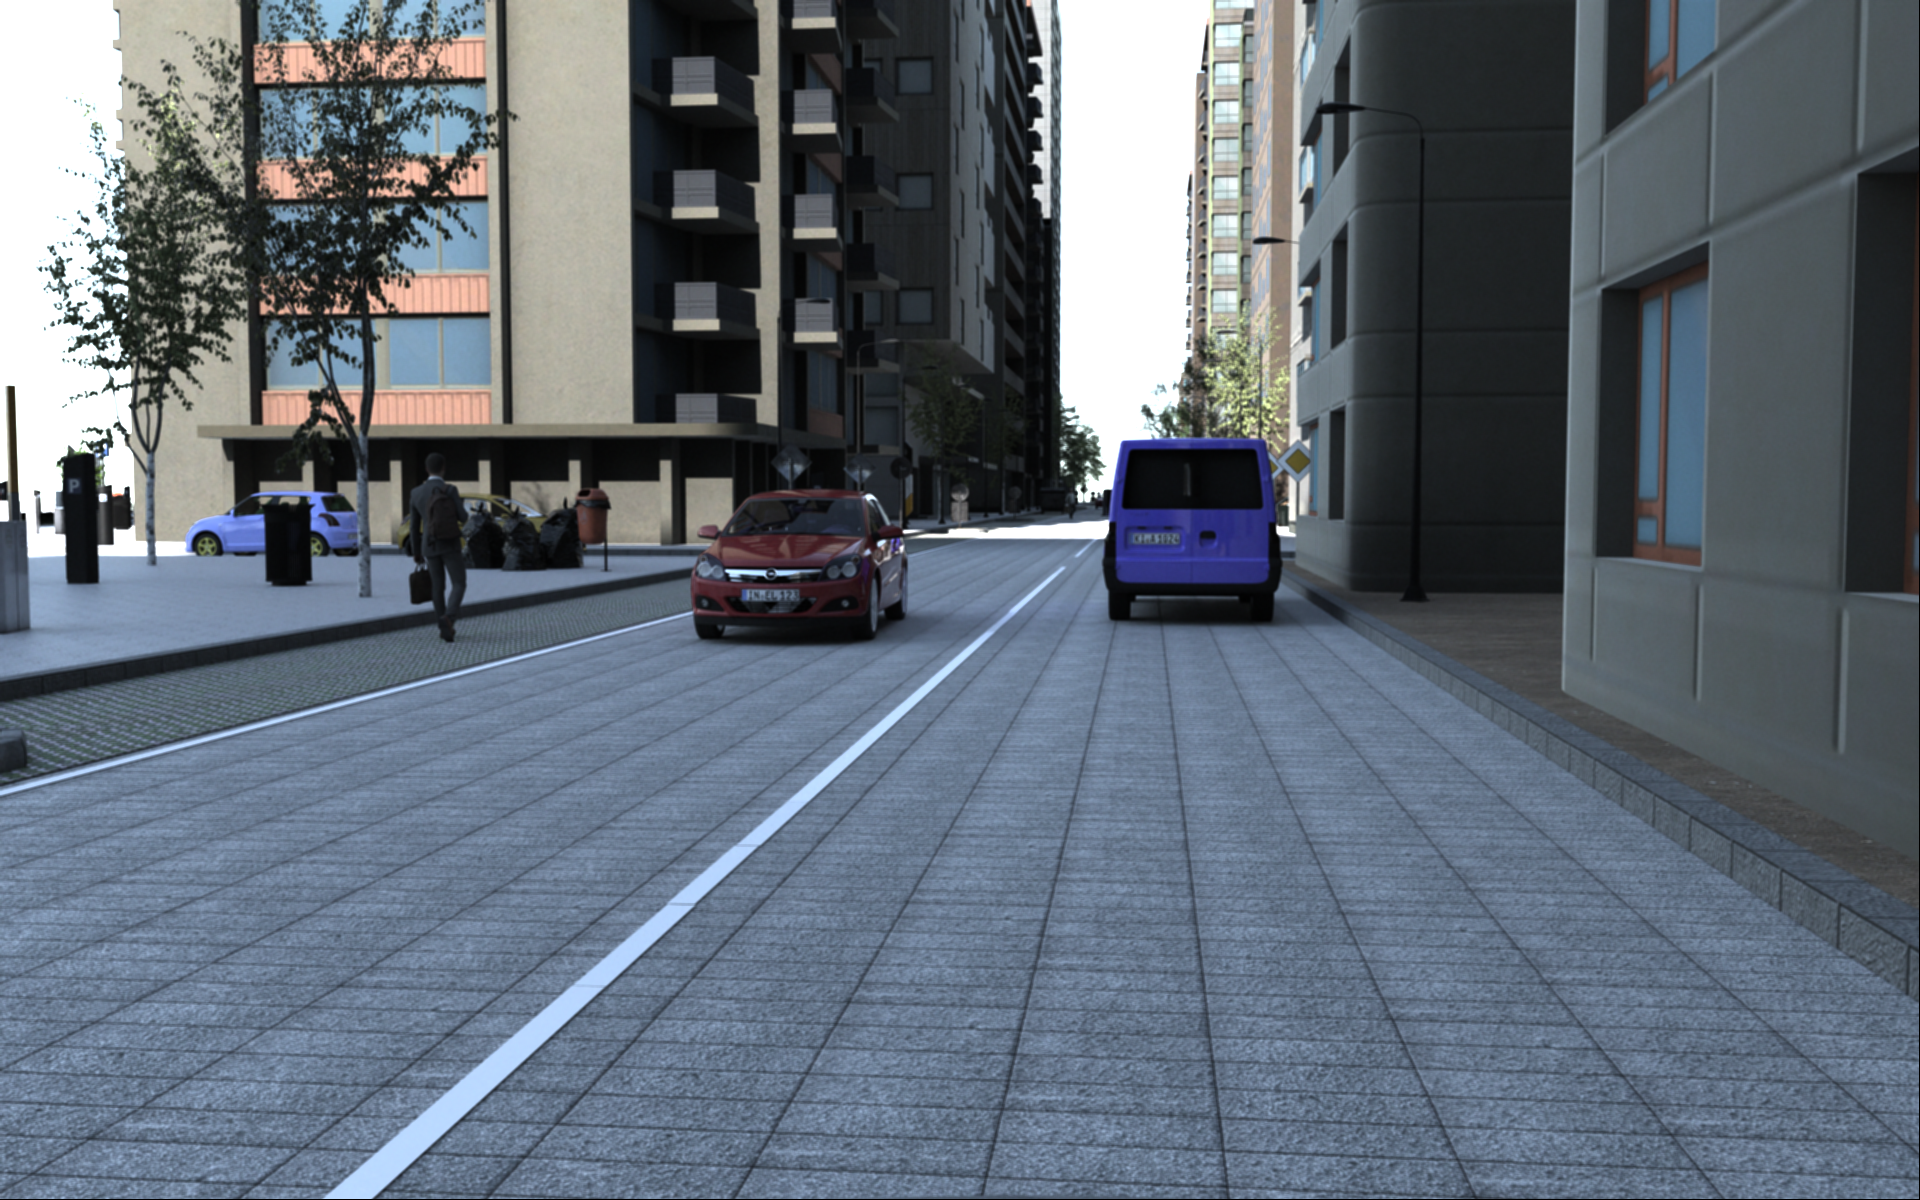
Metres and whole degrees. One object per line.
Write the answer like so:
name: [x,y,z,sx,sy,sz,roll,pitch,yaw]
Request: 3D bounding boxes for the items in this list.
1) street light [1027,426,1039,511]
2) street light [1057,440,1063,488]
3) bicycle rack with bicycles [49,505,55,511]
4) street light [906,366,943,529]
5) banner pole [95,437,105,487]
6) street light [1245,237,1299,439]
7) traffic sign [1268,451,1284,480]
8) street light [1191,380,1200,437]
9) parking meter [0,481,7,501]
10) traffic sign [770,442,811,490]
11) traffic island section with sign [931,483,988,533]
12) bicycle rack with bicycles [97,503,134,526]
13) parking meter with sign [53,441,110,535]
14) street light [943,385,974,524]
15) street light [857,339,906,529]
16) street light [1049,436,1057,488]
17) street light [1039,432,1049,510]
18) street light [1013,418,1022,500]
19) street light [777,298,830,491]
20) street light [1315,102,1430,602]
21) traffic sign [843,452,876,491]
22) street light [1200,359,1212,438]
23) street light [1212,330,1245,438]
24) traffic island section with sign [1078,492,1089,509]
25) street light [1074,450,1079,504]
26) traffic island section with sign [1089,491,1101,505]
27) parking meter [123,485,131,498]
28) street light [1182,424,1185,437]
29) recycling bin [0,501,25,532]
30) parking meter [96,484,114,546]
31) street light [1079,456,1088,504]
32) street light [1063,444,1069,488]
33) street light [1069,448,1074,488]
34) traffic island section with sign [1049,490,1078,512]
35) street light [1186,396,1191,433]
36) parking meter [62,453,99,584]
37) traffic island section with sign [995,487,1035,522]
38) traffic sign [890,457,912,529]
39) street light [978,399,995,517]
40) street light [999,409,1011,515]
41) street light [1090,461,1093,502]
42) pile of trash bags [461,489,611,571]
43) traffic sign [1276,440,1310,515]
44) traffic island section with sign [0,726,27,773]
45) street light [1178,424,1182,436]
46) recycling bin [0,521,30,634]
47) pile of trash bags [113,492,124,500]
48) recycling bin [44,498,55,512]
street light: [4.433,-8.883,117.776,1.470,5.913,1.316,0,4,6]
street light: [7.897,-10.857,150.058,1.470,5.913,1.316,0,4,6]
bicycle rack with bicycles: [-55.135,-5.812,108.401,2.925,0.926,2.852,-1,4,-16]
street light: [-1.500,-5.529,62.944,1.470,5.913,1.316,0,4,6]
banner pole: [-37.934,-5.289,76.488,0.863,3.779,0.401,2,4,33]
street light: [5.985,-3.600,31.394,1.470,5.913,1.316,0,4,6]
traffic sign: [7.110,-2.226,40.034,0.795,2.450,0.064,0,4,6]
street light: [10.268,-5.988,70.448,1.470,5.913,1.316,0,4,6]
parking meter: [-49.522,-5.152,89.949,0.399,1.863,0.255,-1,4,-14]
traffic sign: [-3.234,-1.804,33.136,0.795,2.450,0.064,0,4,6]
traffic island section with sign: [0.013,-3.355,63.480,1.989,1.847,2.006,0,4,6]
bicycle rack with bicycles: [-34.182,-3.485,70.367,2.925,0.926,2.852,-1,4,-17]
parking meter with sign: [-28.052,-3.610,55.283,0.543,3.016,1.738,2,4,25]
street light: [-0.226,-6.182,73.621,1.470,5.913,1.316,0,4,6]
street light: [-2.519,-4.873,52.216,1.470,5.913,1.316,0,4,6]
street light: [6.801,-10.203,139.362,1.470,5.913,1.316,0,4,6]
street light: [5.654,-9.549,128.672,1.470,5.913,1.316,0,4,6]
street light: [3.068,-8.145,105.708,1.470,5.913,1.316,0,4,6]
street light: [-3.773,-4.202,41.248,1.470,5.913,1.316,0,4,6]
street light: [4.914,-2.942,20.651,1.470,5.913,1.316,0,4,6]
traffic sign: [-2.377,-2.289,41.075,0.795,2.450,0.064,0,4,6]
street light: [9.118,-5.332,59.725,1.470,5.913,1.316,0,4,6]
street light: [7.948,-4.679,49.037,1.470,5.913,1.316,0,4,6]
traffic island section with sign: [11.200,-9.692,167.085,1.989,1.847,2.006,0,4,6]
street light: [11.593,-12.908,183.593,1.470,5.913,1.316,0,4,6]
traffic island section with sign: [17.163,-13.069,222.300,1.989,1.847,2.006,0,4,6]
parking meter: [-56.369,-6.821,117.230,0.399,1.863,0.255,0,4,-2]
street light: [12.758,-7.348,92.675,1.470,5.913,1.316,0,4,6]
recycling bin: [-34.565,-3.072,62.777,0.722,1.027,0.722,0,4,0]
parking meter: [-21.358,-2.132,43.276,0.372,1.533,0.369,0,3,0]
street light: [14.604,-14.595,211.172,1.470,5.913,1.316,0,4,6]
street light: [9.186,-11.580,161.868,1.470,5.913,1.316,0,4,6]
street light: [10.402,-12.255,172.907,1.470,5.913,1.316,0,4,6]
traffic island section with sign: [8.243,-8.016,139.697,1.989,1.847,2.006,0,4,6]
street light: [11.530,-6.694,81.993,1.470,5.913,1.316,0,4,6]
parking meter: [-12.620,-1.170,24.842,0.399,1.863,0.255,1,4,10]
traffic island section with sign: [2.905,-4.994,90.280,1.989,1.847,2.006,0,4,6]
traffic sign: [-2.055,-3.657,59.905,0.768,2.556,0.104,1,4,12]
street light: [0.901,-6.836,84.314,1.470,5.913,1.316,0,4,6]
street light: [1.974,-7.491,95.012,1.470,5.913,1.316,0,4,6]
street light: [16.832,-15.956,233.421,1.470,5.913,1.316,0,4,6]
pile of trash bags: [-7.103,-1.211,29.558,3.447,1.369,1.912,3,5,41]
traffic sign: [6.253,-1.740,32.094,0.795,2.450,0.064,0,4,6]
traffic island section with sign: [-5.911,-0.001,8.642,1.989,1.847,2.006,0,4,6]
street light: [14.920,-8.668,114.259,1.470,5.913,1.316,0,4,6]
recycling bin: [-9.164,-0.218,16.113,0.722,1.027,0.722,-1,4,-10]
pile of trash bags: [-43.421,-5.055,92.408,3.447,1.369,1.912,-3,5,-44]
recycling bin: [-61.186,-6.358,116.510,0.722,1.027,0.722,-2,4,-26]
